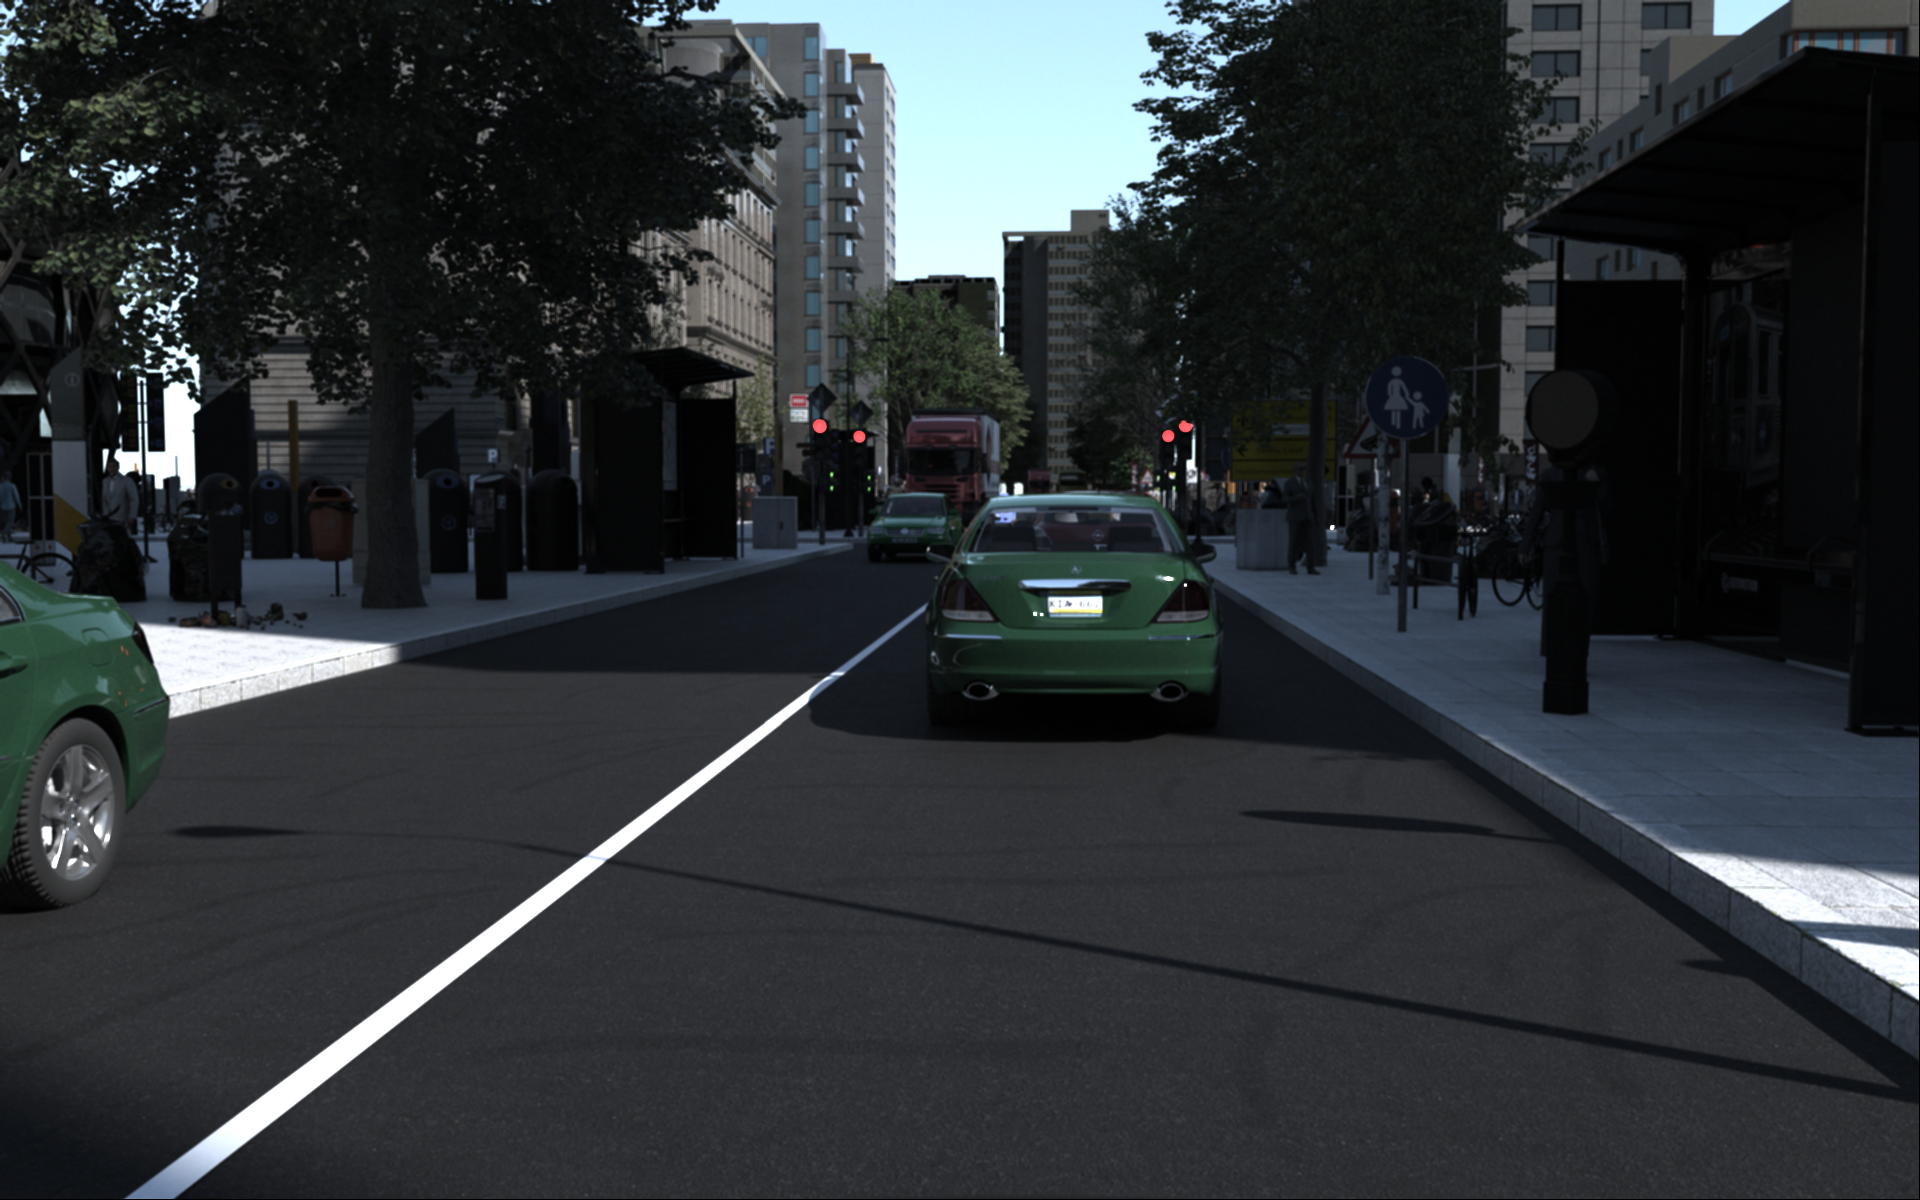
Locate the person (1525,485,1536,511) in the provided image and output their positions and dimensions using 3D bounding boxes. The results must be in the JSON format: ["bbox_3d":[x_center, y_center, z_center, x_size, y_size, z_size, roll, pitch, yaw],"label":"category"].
[{"bbox_3d":[26.275,-4.501,79.916,0.520,1.790,0.573,2,4,35],"label":"person"}]

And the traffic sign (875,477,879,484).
[{"bbox_3d":[-4.690,-5.588,91.371,0.884,2.594,0.081,0,4,7],"label":"traffic sign"}]

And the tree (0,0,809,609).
[{"bbox_3d":[-6.418,-6.895,19.385,9.857,13.997,8.962,0,3,0],"label":"tree"}]

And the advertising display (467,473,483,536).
[{"bbox_3d":[-14.716,-2.946,53.376,0.974,1.923,0.123,-3,5,-43],"label":"advertising display"}]

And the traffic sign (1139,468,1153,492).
[{"bbox_3d":[9.434,-5.321,87.002,0.884,2.594,0.081,1,4,11],"label":"traffic sign"}]

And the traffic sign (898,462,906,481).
[{"bbox_3d":[-2.069,-4.161,68.143,0.768,2.556,0.104,1,4,12],"label":"traffic sign"}]

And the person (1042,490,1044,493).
[{"bbox_3d":[7.352,-8.818,152.634,0.705,1.831,1.348,1,4,19],"label":"person"}]

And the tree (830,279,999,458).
[{"bbox_3d":[-2.376,-9.605,82.799,9.928,11.665,9.643,0,3,0],"label":"tree"}]

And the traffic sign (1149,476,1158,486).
[{"bbox_3d":[10.713,-5.742,96.018,0.606,2.300,0.079,1,4,13],"label":"traffic sign"}]

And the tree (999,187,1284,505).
[{"bbox_3d":[7.433,-8.118,58.480,9.928,11.665,9.643,0,3,0],"label":"tree"}]

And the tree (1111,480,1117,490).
[{"bbox_3d":[15.042,-10.392,164.504,1.663,3.219,1.824,0,3,0],"label":"tree"}]

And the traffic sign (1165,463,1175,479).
[{"bbox_3d":[8.716,-4.333,70.578,0.795,2.593,0.064,0,4,8],"label":"traffic sign"}]

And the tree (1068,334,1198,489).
[{"bbox_3d":[10.559,-10.237,101.790,7.601,10.594,8.767,-1,4,-17],"label":"tree"}]

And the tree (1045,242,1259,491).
[{"bbox_3d":[8.970,-10.354,79.650,12.009,13.543,11.850,0,3,0],"label":"tree"}]

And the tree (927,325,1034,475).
[{"bbox_3d":[1.308,-12.126,116.381,7.486,12.596,7.792,0,3,0],"label":"tree"}]

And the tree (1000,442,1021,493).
[{"bbox_3d":[4.287,-13.908,177.752,4.360,8.622,3.978,0,3,0],"label":"tree"}]

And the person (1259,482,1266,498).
[{"bbox_3d":[11.810,-3.656,66.490,0.598,1.740,0.731,1,4,17],"label":"person"}]

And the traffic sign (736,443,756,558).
[{"bbox_3d":[-4.397,-2.007,34.936,0.606,2.300,0.079,1,4,13],"label":"traffic sign"}]

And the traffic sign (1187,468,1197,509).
[{"bbox_3d":[8.974,-3.979,67.185,0.606,2.300,0.079,0,4,7],"label":"traffic sign"}]

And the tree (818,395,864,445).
[{"bbox_3d":[-8.209,-10.683,125.027,4.737,8.622,4.395,0,3,0],"label":"tree"}]

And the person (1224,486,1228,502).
[{"bbox_3d":[20.068,-7.654,130.811,0.705,1.869,1.348,-2,4,-33],"label":"person"}]

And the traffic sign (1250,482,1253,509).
[{"bbox_3d":[6.935,-2.514,41.210,0.768,2.556,0.104,1,4,9],"label":"traffic sign"}]

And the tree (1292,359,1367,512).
[{"bbox_3d":[19.678,-8.622,91.331,4.360,8.622,3.978,0,3,0],"label":"tree"}]

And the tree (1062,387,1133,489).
[{"bbox_3d":[16.470,-17.788,197.495,9.857,13.997,8.962,0,3,0],"label":"tree"}]

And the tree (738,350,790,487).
[{"bbox_3d":[-10.732,-8.490,89.171,4.737,8.622,4.395,0,3,0],"label":"tree"}]

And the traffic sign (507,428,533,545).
[{"bbox_3d":[-8.364,-2.039,33.438,0.768,2.556,0.104,0,4,5],"label":"traffic sign"}]

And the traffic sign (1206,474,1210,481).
[{"bbox_3d":[15.148,-6.586,107.786,0.768,2.556,0.104,0,4,5],"label":"traffic sign"}]

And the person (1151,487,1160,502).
[{"bbox_3d":[8.525,-4.205,75.792,0.512,1.701,0.522,-1,4,-20],"label":"person"}]

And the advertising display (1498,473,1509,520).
[{"bbox_3d":[16.990,-2.994,54.159,0.123,1.923,0.974,0,4,7],"label":"advertising display"}]

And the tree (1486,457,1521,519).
[{"bbox_3d":[28.164,-5.838,90.054,1.663,3.219,1.824,0,3,0],"label":"tree"}]

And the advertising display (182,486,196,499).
[{"bbox_3d":[-58.178,-7.673,130.674,0.974,1.923,0.123,-1,4,-16],"label":"advertising display"}]

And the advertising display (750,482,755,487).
[{"bbox_3d":[-11.242,-5.501,95.157,0.123,1.923,0.974,-2,4,-33],"label":"advertising display"}]

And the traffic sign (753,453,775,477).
[{"bbox_3d":[-6.185,-3.311,54.246,0.768,2.556,0.104,0,4,5],"label":"traffic sign"}]

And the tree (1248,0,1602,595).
[{"bbox_3d":[5.440,-4.359,21.633,4.737,8.622,4.395,0,3,0],"label":"tree"}]

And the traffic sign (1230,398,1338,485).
[{"bbox_3d":[6.909,-2.639,37.023,2.265,3.308,0.079,1,4,12],"label":"traffic sign"}]

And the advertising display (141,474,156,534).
[{"bbox_3d":[-26.147,-3.095,55.814,0.123,1.923,0.974,-3,5,-43],"label":"advertising display"}]

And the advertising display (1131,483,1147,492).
[{"bbox_3d":[9.650,-5.385,93.255,0.974,1.923,0.123,3,5,41],"label":"advertising display"}]

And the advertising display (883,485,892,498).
[{"bbox_3d":[-4.897,-7.058,120.610,0.974,1.923,0.123,0,4,-4],"label":"advertising display"}]

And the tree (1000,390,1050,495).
[{"bbox_3d":[5.927,-18.173,203.783,9.857,13.997,8.962,0,3,0],"label":"tree"}]

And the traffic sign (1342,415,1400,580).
[{"bbox_3d":[6.159,-1.583,25.881,0.884,2.594,0.081,1,4,9],"label":"traffic sign"}]

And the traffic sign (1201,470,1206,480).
[{"bbox_3d":[12.340,-5.469,89.516,0.768,2.556,0.104,1,4,11],"label":"traffic sign"}]

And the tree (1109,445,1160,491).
[{"bbox_3d":[11.337,-7.778,110.879,4.285,4.588,4.351,0,3,0],"label":"tree"}]

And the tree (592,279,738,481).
[{"bbox_3d":[-10.337,-6.655,59.167,4.737,8.622,4.395,0,3,0],"label":"tree"}]

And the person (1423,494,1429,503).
[{"bbox_3d":[17.595,-3.369,65.393,0.640,1.303,0.475,0,4,-7],"label":"person"}]

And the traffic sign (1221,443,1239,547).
[{"bbox_3d":[6.672,-2.544,41.704,0.768,2.556,0.104,0,4,7],"label":"traffic sign"}]

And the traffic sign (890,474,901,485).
[{"bbox_3d":[-4.176,-6.854,112.162,0.768,2.556,0.104,0,4,5],"label":"traffic sign"}]

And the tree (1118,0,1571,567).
[{"bbox_3d":[6.736,-6.864,30.357,7.486,12.596,7.792,0,3,0],"label":"tree"}]

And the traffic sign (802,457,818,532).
[{"bbox_3d":[-4.991,-3.598,58.926,0.768,2.556,0.104,1,4,9],"label":"traffic sign"}]

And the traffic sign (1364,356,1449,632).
[{"bbox_3d":[4.119,-0.976,16.057,0.768,2.556,0.104,0,4,5],"label":"traffic sign"}]

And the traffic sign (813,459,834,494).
[{"bbox_3d":[-4.624,-3.582,58.678,0.768,2.556,0.104,1,4,12],"label":"traffic sign"}]

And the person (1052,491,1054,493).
[{"bbox_3d":[8.349,-8.836,153.909,0.756,1.711,0.436,0,4,0],"label":"person"}]

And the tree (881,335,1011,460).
[{"bbox_3d":[-0.381,-10.206,101.274,7.601,10.594,8.767,3,5,44],"label":"tree"}]
